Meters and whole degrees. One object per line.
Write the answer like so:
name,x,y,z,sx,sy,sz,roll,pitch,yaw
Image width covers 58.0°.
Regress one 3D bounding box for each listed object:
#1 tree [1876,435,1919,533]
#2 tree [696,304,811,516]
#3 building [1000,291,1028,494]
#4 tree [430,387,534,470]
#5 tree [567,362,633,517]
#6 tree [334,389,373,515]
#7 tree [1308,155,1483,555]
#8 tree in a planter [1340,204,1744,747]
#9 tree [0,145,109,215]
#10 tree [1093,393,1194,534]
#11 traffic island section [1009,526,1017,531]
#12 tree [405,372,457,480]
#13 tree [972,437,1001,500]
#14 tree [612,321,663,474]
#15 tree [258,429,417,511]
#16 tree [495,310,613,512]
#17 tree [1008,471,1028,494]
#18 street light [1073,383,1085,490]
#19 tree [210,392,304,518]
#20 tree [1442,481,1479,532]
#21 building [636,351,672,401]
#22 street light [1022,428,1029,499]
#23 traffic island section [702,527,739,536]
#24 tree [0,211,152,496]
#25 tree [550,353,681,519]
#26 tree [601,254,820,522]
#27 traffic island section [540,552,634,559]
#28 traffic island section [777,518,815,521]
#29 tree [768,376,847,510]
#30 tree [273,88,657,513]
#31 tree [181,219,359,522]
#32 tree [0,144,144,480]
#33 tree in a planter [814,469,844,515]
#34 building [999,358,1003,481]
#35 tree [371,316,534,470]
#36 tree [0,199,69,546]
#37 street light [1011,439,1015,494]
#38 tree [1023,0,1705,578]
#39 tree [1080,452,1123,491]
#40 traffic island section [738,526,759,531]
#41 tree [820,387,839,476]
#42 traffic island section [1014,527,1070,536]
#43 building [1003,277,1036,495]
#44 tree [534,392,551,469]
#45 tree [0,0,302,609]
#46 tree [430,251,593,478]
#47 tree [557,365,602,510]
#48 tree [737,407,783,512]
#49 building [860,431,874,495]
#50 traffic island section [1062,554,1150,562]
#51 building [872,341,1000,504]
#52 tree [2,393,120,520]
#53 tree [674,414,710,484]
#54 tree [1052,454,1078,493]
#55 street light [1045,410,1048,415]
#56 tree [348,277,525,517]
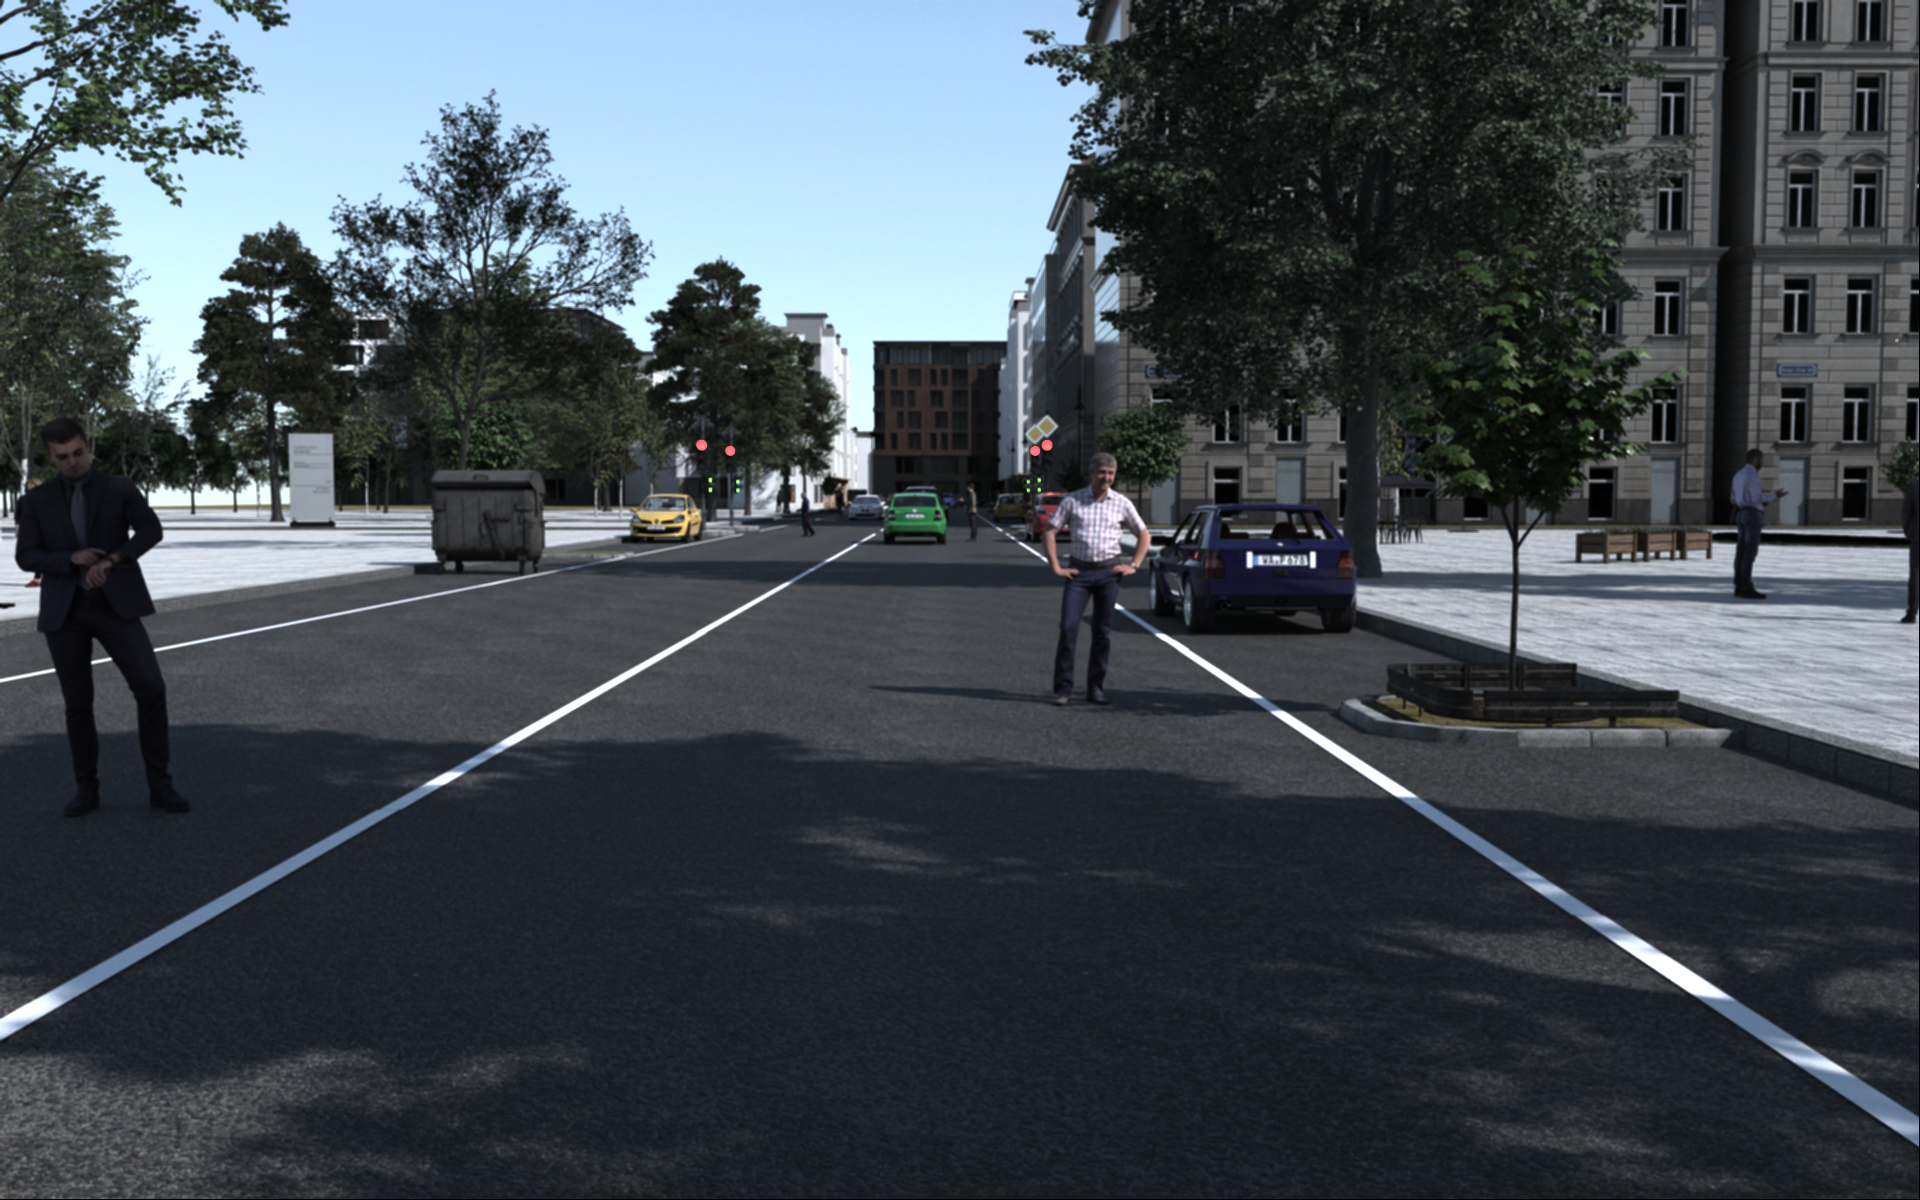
tree,31.407,-3.831,57.233,1.663,3.219,1.824,0,3,0
tree,-12.351,-11.267,102.336,7.486,12.596,7.792,0,3,0
building,19.214,-21.216,190.860,27.936,21.610,32.646,0,4,0
tree,-14.677,-4.242,53.067,4.285,4.588,4.351,0,3,0
tree,-20.343,-8.961,96.876,4.360,8.622,3.978,0,3,0
tree,-36.735,-9.538,106.308,4.737,8.622,4.395,0,3,0
tree,8.787,-5.202,35.411,4.737,8.622,4.395,0,3,0
tree in a planter,3.451,-0.825,10.712,1.991,3.239,1.994,0,4,0
tree,-19.709,-5.229,35.860,4.360,8.622,3.978,0,3,0
tree,5.985,-4.456,56.576,4.285,4.588,4.351,0,3,0
traffic island section,2.982,-2.838,68.686,2.009,0.180,2.903,0,4,0
tree,-37.015,-12.502,126.456,6.751,12.117,7.091,0,3,0
tree,3.682,-16.569,221.261,4.360,8.622,3.978,0,3,0
tree,-25.826,-13.410,126.681,7.806,13.903,7.818,0,3,0
tree,-48.750,-10.234,130.231,11.467,7.101,20.602,0,4,-2
tree,-28.199,-12.597,113.388,7.806,13.903,7.818,0,3,0
tree,5.057,-9.261,146.019,1.663,3.219,1.824,0,3,0
street light,4.963,-6.076,72.138,0.468,5.910,1.993,0,4,0
tree,-37.701,-8.701,92.625,4.737,8.622,4.395,0,3,0
tree,17.071,-3.929,58.841,1.663,3.219,1.824,0,3,0
building,-45.792,-23.174,235.319,11.380,20.091,16.016,0,4,0
street light,4.465,-8.964,119.344,0.468,5.910,1.993,0,4,0
traffic island section,-8.993,-2.344,60.607,2.009,0.180,2.903,0,4,0
tree,-24.559,-5.985,48.218,4.360,8.622,3.978,0,3,0
tree,-17.916,-8.560,90.322,4.737,8.622,4.395,0,3,0
tree,-11.311,-9.602,79.045,6.751,12.117,7.091,0,3,0
traffic island section,-8.494,-1.012,39.415,1.991,0.108,1.994,0,4,0
traffic island section,-8.944,-4.391,94.662,1.991,0.108,1.994,0,4,0
tree,-12.719,-13.116,140.201,9.928,11.665,9.643,0,3,0
tree,-11.592,-6.469,40.182,7.601,10.594,8.767,3,5,43
tree,-31.739,-10.510,79.265,7.806,13.903,7.818,0,3,0
tree,-30.377,-8.428,55.918,7.486,12.596,7.792,0,3,0
tree in a planter,-9.173,-7.603,121.528,1.991,3.239,1.994,0,4,0
building,12.815,-21.800,212.854,16.016,20.091,11.380,0,4,0
tree,-21.189,-7.460,72.336,4.737,8.622,4.395,0,3,0
tree,-23.901,-5.623,42.296,4.737,8.622,4.395,0,3,0
street light,4.348,-10.393,142.705,0.468,5.910,1.993,0,4,0
tree,6.110,-7.331,26.512,9.857,13.997,8.962,0,3,0
tree,5.760,-4.522,68.530,1.663,3.219,1.824,0,3,0
traffic island section,-9.059,-2.832,68.592,2.009,0.180,2.903,0,4,0
tree,-11.660,-11.873,116.180,6.751,12.117,7.091,0,3,0
traffic island section,3.048,-2.350,60.701,2.009,0.180,2.903,0,4,0
building,12.348,-18.371,156.777,16.016,20.091,11.380,0,4,0
tree,-25.801,-9.470,105.188,4.737,8.622,4.395,0,3,0
tree,-11.378,-5.701,18.967,9.928,11.665,9.643,0,3,0
tree,-21.432,-10.004,81.687,7.486,12.596,7.792,0,3,0
tree,-28.954,-13.241,138.544,6.751,12.117,7.091,0,3,0
tree,-15.015,-10.758,126.250,4.737,8.622,4.395,0,3,0
building,-25.700,-17.759,232.509,28.070,9.664,9.099,0,4,0
traffic island section,3.230,-0.910,37.750,1.991,0.108,1.994,0,4,0
building,4.580,-24.331,241.786,32.646,21.610,27.936,0,4,0
tree,-49.994,-8.479,101.530,11.467,7.101,20.602,-1,4,-9
tree,-20.628,-11.486,138.151,4.360,8.622,3.978,0,3,0
tree,5.499,-5.439,83.537,1.663,3.219,1.824,0,3,0
street light,4.745,-7.496,95.351,0.468,5.910,1.993,0,4,0
tree,-28.781,-11.310,95.292,12.009,13.543,11.850,0,3,0
